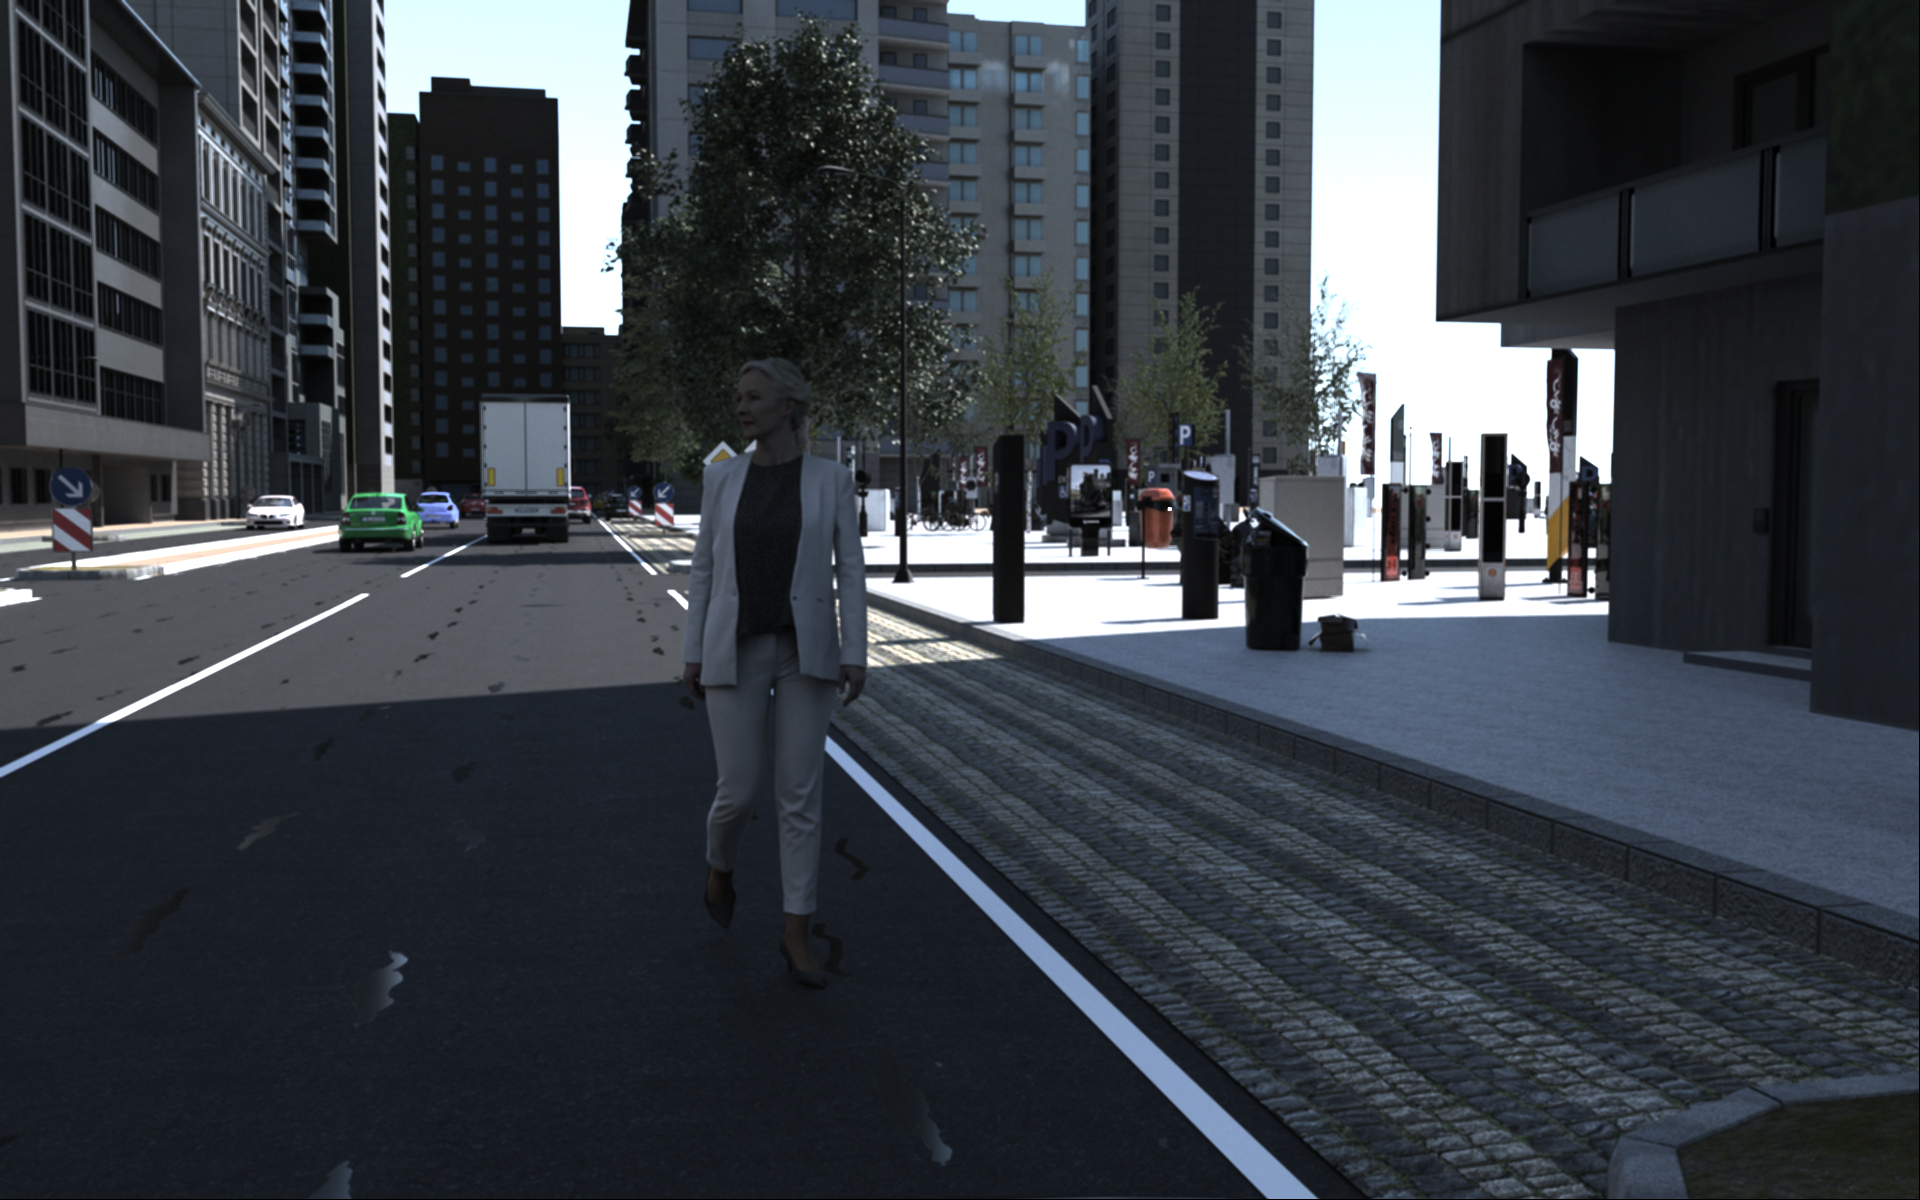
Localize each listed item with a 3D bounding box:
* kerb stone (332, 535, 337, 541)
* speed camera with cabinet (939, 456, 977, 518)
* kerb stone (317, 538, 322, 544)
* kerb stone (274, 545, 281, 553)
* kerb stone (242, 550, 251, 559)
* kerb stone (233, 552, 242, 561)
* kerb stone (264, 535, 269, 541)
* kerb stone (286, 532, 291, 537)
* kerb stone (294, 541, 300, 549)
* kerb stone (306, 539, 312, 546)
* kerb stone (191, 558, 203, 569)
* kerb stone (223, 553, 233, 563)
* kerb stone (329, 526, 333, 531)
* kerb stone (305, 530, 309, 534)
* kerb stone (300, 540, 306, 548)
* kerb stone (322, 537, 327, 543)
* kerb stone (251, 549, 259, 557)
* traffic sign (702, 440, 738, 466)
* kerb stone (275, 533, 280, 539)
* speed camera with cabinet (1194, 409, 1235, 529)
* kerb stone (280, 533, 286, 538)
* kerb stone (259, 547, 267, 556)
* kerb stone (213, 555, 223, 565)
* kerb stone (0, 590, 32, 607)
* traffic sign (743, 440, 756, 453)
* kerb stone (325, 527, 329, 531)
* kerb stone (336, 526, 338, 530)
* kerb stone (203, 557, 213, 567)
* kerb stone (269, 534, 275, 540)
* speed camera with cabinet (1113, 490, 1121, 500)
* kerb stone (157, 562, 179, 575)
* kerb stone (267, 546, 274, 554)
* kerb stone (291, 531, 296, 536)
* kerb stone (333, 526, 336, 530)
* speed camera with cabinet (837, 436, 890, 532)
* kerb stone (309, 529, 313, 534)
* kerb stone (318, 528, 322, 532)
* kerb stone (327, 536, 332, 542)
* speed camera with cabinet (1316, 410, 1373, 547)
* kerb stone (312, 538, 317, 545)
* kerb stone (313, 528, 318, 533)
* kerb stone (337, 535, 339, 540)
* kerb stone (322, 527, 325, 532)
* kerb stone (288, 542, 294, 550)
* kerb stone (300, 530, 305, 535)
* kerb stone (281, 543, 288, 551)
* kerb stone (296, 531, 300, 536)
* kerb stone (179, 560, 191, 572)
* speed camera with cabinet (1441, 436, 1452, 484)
[{"bbox_3d":[-19.051,-1.845,52.353,0.120,0.150,1.000,-1,4,-13],"label":"kerb stone"},{"bbox_3d":[-0.108,-5.908,90.938,2.038,3.252,0.660,0,4,1],"label":"speed camera with cabinet"},{"bbox_3d":[-18.371,-1.660,49.342,0.120,0.150,1.000,-1,4,-13],"label":"kerb stone"},{"bbox_3d":[-16.805,-1.229,42.325,0.120,0.150,1.000,-1,4,-13],"label":"kerb stone"},{"bbox_3d":[-15.904,-0.983,38.313,0.120,0.150,1.000,-1,4,-13],"label":"kerb stone"},{"bbox_3d":[-15.688,-0.924,37.304,0.120,0.150,1.000,-1,4,-13],"label":"kerb stone"},{"bbox_3d":[-21.320,-1.878,52.895,0.120,0.150,1.000,-1,4,-13],"label":"kerb stone"},{"bbox_3d":[-22.218,-2.123,56.902,0.120,0.150,1.000,-1,4,-13],"label":"kerb stone"},{"bbox_3d":[-17.479,-1.415,45.328,0.120,0.150,1.000,-1,4,-13],"label":"kerb stone"},{"bbox_3d":[-17.925,-1.538,47.335,0.120,0.150,1.000,-1,4,-13],"label":"kerb stone"},{"bbox_3d":[-14.786,-0.680,33.306,0.120,0.150,1.000,-1,4,-13],"label":"kerb stone"},{"bbox_3d":[-15.451,-0.862,36.300,0.120,0.150,1.000,-1,4,-13],"label":"kerb stone"},{"bbox_3d":[-24.457,-2.731,66.914,0.120,0.150,1.000,-1,4,-13],"label":"kerb stone"},{"bbox_3d":[-23.110,-2.360,60.907,0.120,0.150,1.000,-1,4,-13],"label":"kerb stone"},{"bbox_3d":[-17.699,-1.476,46.326,0.120,0.150,1.000,-1,4,-13],"label":"kerb stone"},{"bbox_3d":[-18.597,-1.722,50.348,0.120,0.150,1.000,-1,4,-13],"label":"kerb stone"},{"bbox_3d":[-16.122,-1.047,39.311,0.120,0.150,1.000,-1,4,-13],"label":"kerb stone"},{"bbox_3d":[-4.419,-1.756,32.358,0.795,2.450,0.064,-1,4,-13],"label":"traffic sign"},{"bbox_3d":[-21.775,-2.001,54.906,0.120,0.150,1.000,-1,4,-13],"label":"kerb stone"},{"bbox_3d":[6.006,-2.869,41.242,0.660,3.252,2.038,0,4,-6],"label":"speed camera with cabinet"},{"bbox_3d":[-21.989,-2.062,55.905,0.120,0.150,1.000,-1,4,-13],"label":"kerb stone"},{"bbox_3d":[-16.351,-1.108,40.308,0.120,0.150,1.000,-1,4,-13],"label":"kerb stone"},{"bbox_3d":[-15.237,-0.799,35.300,0.120,0.150,1.000,-1,4,-13],"label":"kerb stone"},{"bbox_3d":[-12.423,-0.033,22.772,0.120,0.150,1.000,-1,4,-13],"label":"kerb stone"},{"bbox_3d":[-2.675,-1.280,24.565,0.795,2.450,0.064,-1,4,-13],"label":"traffic sign"},{"bbox_3d":[-24.237,-2.674,65.913,0.120,0.150,1.000,-1,4,-13],"label":"kerb stone"},{"bbox_3d":[-24.897,-2.857,68.911,0.120,0.150,1.000,-1,4,-13],"label":"kerb stone"},{"bbox_3d":[-15.011,-0.736,34.303,0.120,0.150,1.000,-1,4,-13],"label":"kerb stone"},{"bbox_3d":[-21.541,-1.933,53.894,0.120,0.150,1.000,-1,4,-13],"label":"kerb stone"},{"bbox_3d":[6.249,-5.120,78.045,2.038,3.252,0.660,-2,4,-23],"label":"speed camera with cabinet"},{"bbox_3d":[-14.329,-0.557,31.297,0.120,0.150,1.000,-1,4,-13],"label":"kerb stone"},{"bbox_3d":[-16.578,-1.170,41.322,0.120,0.150,1.000,-1,4,-13],"label":"kerb stone"},{"bbox_3d":[-22.443,-2.184,57.903,0.120,0.150,1.000,-1,4,-13],"label":"kerb stone"},{"bbox_3d":[-24.688,-2.796,67.910,0.120,0.150,1.000,-1,4,-13],"label":"kerb stone"},{"bbox_3d":[-3.459,-3.989,59.549,2.038,3.252,0.660,1,4,12],"label":"speed camera with cabinet"},{"bbox_3d":[-23.343,-2.422,61.904,0.120,0.150,1.000,-1,4,-13],"label":"kerb stone"},{"bbox_3d":[-23.785,-2.544,63.913,0.120,0.150,1.000,-1,4,-13],"label":"kerb stone"},{"bbox_3d":[-18.826,-1.776,51.356,0.120,0.150,1.000,-1,4,-13],"label":"kerb stone"},{"bbox_3d":[9.169,-2.890,41.586,0.660,3.252,2.038,2,4,32],"label":"speed camera with cabinet"},{"bbox_3d":[-18.149,-1.599,48.341,0.120,0.150,1.000,-1,4,-13],"label":"kerb stone"},{"bbox_3d":[-23.561,-2.490,62.915,0.120,0.150,1.000,-1,4,-13],"label":"kerb stone"},{"bbox_3d":[-19.267,-1.905,53.355,0.120,0.150,1.000,-1,4,-13],"label":"kerb stone"},{"bbox_3d":[-24.018,-2.610,64.910,0.120,0.150,1.000,-1,4,-13],"label":"kerb stone"},{"bbox_3d":[-17.253,-1.353,44.320,0.120,0.150,1.000,-1,4,-13],"label":"kerb stone"},{"bbox_3d":[-22.884,-2.305,59.901,0.120,0.150,1.000,-1,4,-13],"label":"kerb stone"},{"bbox_3d":[-17.020,-1.292,43.325,0.120,0.150,1.000,-1,4,-13],"label":"kerb stone"},{"bbox_3d":[-22.667,-2.244,58.901,0.120,0.150,1.000,-1,4,-13],"label":"kerb stone"},{"bbox_3d":[-14.559,-0.618,32.306,0.120,0.150,1.000,-1,4,-13],"label":"kerb stone"},{"bbox_3d":[16.312,-4.008,59.860,0.660,3.252,2.038,-1,4,-23],"label":"speed camera with cabinet"}]
